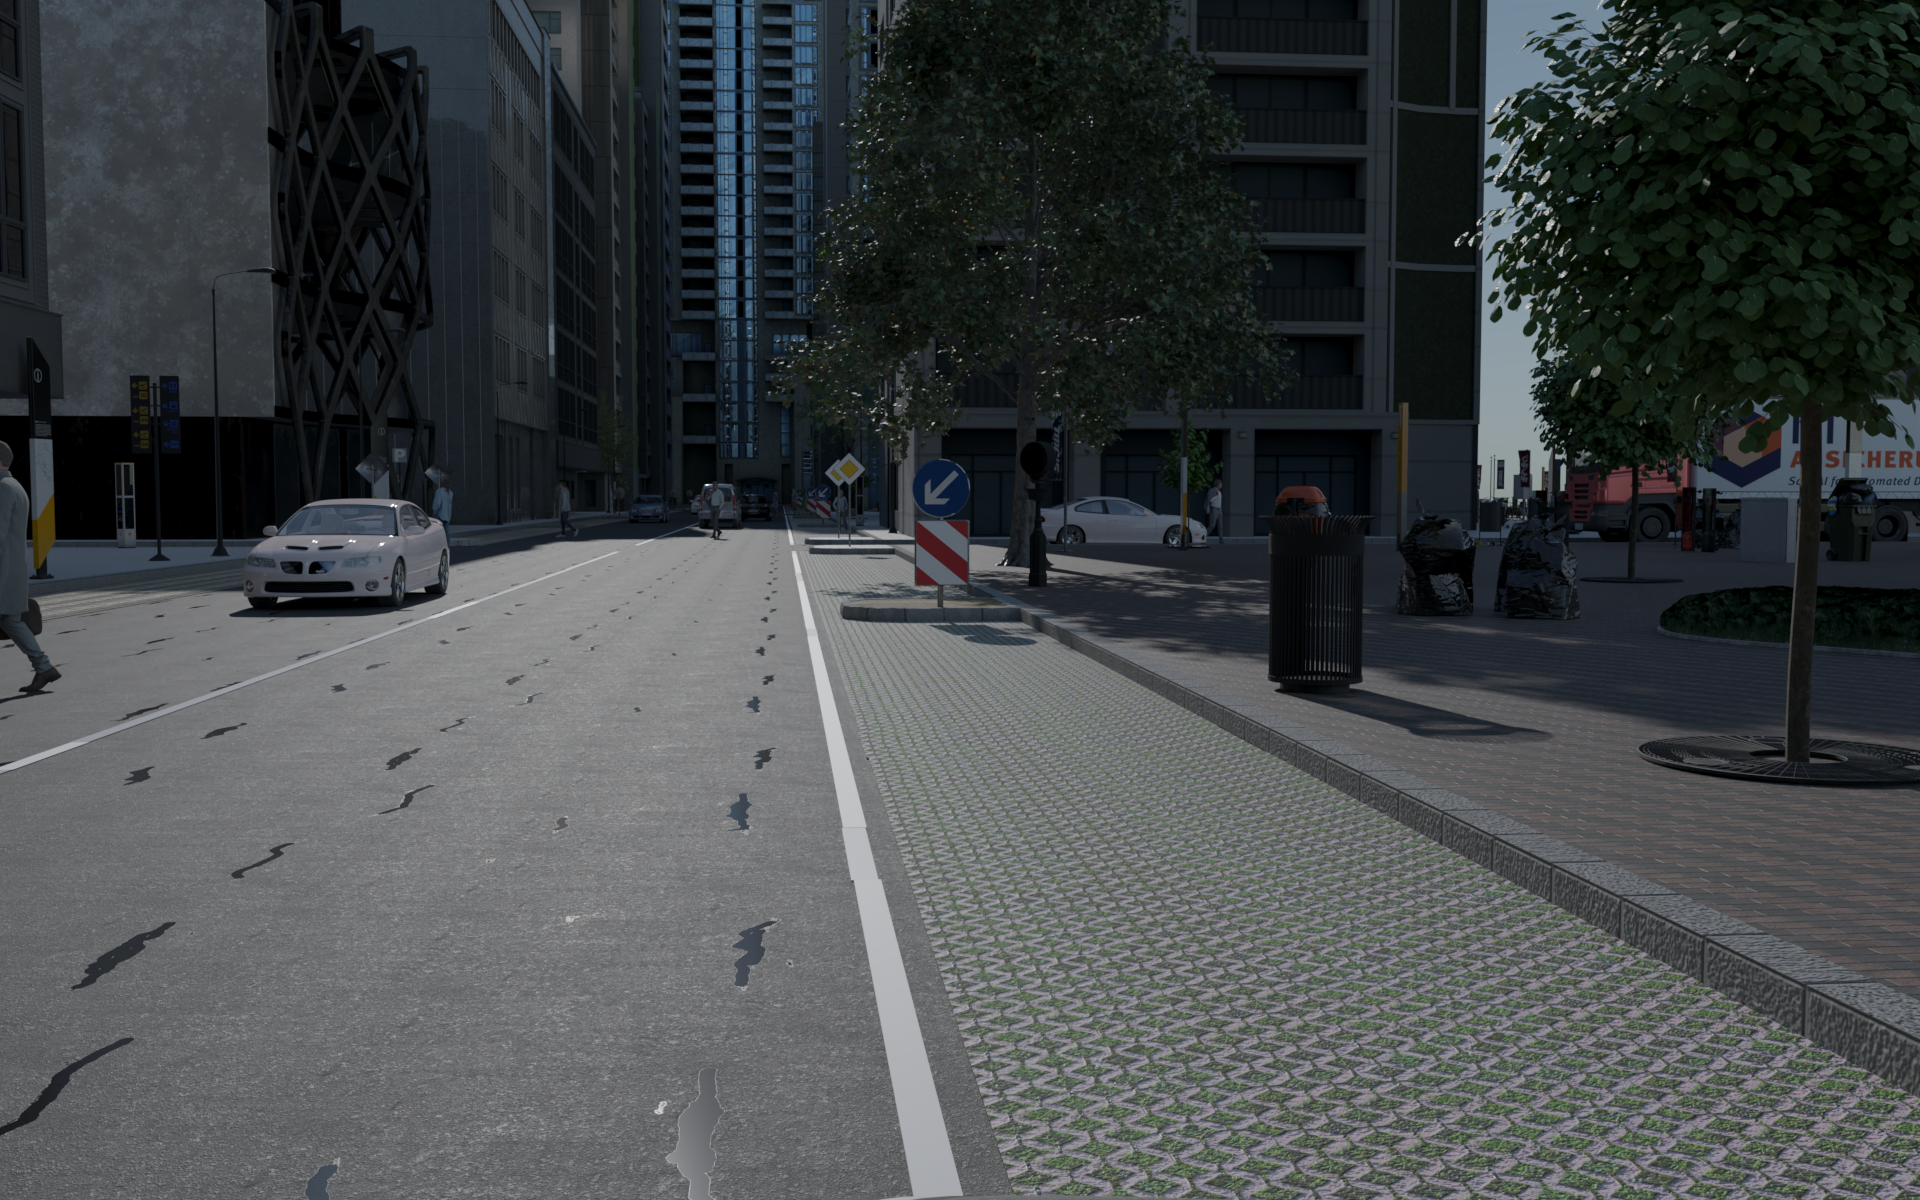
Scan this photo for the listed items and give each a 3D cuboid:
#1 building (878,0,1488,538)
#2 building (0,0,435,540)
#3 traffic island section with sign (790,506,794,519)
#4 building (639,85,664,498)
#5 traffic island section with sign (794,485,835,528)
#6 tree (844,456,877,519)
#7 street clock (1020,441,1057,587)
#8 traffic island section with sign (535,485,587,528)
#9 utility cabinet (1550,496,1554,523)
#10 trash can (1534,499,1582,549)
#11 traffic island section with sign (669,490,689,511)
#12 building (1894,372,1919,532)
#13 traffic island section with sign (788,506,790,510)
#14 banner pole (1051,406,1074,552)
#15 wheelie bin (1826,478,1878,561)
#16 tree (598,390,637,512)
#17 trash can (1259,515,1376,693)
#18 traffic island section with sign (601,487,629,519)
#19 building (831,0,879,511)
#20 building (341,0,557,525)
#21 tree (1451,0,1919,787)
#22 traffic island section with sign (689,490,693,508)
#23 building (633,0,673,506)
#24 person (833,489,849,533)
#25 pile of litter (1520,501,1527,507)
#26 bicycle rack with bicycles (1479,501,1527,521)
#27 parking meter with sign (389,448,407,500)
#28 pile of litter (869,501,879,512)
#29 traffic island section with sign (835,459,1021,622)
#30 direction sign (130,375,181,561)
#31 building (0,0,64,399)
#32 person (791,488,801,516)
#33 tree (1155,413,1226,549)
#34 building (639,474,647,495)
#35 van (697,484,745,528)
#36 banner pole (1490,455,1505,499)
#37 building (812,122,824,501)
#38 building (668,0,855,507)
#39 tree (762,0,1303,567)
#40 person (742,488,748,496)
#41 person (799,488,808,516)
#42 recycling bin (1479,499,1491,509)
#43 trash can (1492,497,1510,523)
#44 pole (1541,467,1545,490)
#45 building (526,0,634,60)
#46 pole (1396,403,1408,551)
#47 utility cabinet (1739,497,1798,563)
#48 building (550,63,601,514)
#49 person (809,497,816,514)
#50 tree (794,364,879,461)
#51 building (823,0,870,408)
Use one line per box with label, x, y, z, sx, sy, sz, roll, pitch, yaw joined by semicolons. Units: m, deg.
building;7.868;-37.997;59.499;20.611;71.187;20.563;0;4;-6
building;-26.122;-11.529;55.958;16.820;18.784;16.811;0;4;-6
traffic island section with sign;-8.790;-5.674;101.389;1.989;1.847;2.006;0;4;-6
building;-36.588;-29.648;168.336;14.154;41.232;14.086;0;4;-6
traffic island section with sign;-6.018;-4.034;74.577;1.989;1.847;2.006;0;4;-6
tree;-5.379;-5.779;89.094;1.663;3.219;1.824;0;3;0
street clock;1.079;-1.185;23.949;0.471;2.002;0.358;3;4;38
traffic island section with sign;-16.949;-3.980;73.697;1.989;1.847;2.006;0;4;-6
utility cabinet;24.084;-3.544;69.114;0.306;1.237;1.020;-3;5;-40
trash can;11.908;-1.413;34.758;0.748;1.137;0.748;0;3;0
traffic island section with sign;-24.937;-8.705;150.960;1.989;1.847;2.006;0;4;-6
building;34.948;-23.036;60.235;14.086;41.232;14.154;0;4;-6
traffic island section with sign;-14.002;-8.756;151.785;1.989;1.847;2.006;0;4;-6
banner pole;2.228;-2.963;38.467;0.401;3.779;0.863;-2;4;-27
wheelie bin;17.104;-1.545;33.167;0.980;1.594;0.693;-1;4;-20
tree;-24.360;-10.426;120.822;4.737;8.622;4.395;0;3;0
trash can;2.327;0.020;11.327;0.748;1.137;0.748;0;3;0
traffic island section with sign;-19.720;-5.620;100.510;1.989;1.847;2.006;0;4;-6
building;-0.262;-50.723;141.990;22.319;86.520;31.000;0;4;-6
building;-26.149;-16.012;79.820;12.078;24.808;19.932;0;4;-6
tree;3.997;-1.489;8.058;4.285;4.588;4.351;0;3;0
traffic island section with sign;-27.761;-10.372;178.211;1.989;1.847;2.006;0;4;-6
building;-45.609;-39.397;186.140;28.212;58.520;21.231;0;4;-6
person;-4.382;-3.270;63.778;0.589;1.601;0.330;0;4;-7
pile of litter;40.154;-6.755;124.408;1.176;0.858;1.719;2;4;29
bicycle rack with bicycles;26.850;-4.314;83.914;2.852;0.926;2.925;-1;4;-14
parking meter with sign;-21.686;-4.298;66.527;0.543;3.016;1.738;-2;4;-30
pile of litter;-5.983;-6.721;123.850;1.176;0.858;1.719;1;4;14
traffic island section with sign;-0.397;-0.712;20.265;1.989;1.847;2.006;0;4;-6
direction sign;-15.381;-2.518;33.173;0.876;3.537;0.379;-1;4;-9
building;-20.186;-13.562;15.251;14.314;27.812;24.014;0;4;-6
person;-10.844;-6.412;113.462;0.853;1.813;0.709;-3;5;-41
tree;5.567;-2.852;41.224;1.663;3.219;1.824;0;3;0
building;-43.606;-27.870;147.550;32.217;40.220;23.993;0;4;-6
van;-10.230;-4.091;73.893;2.013;2.044;4.112;0;4;-5
banner pole;34.337;-7.373;110.565;0.863;3.779;0.401;1;4;13
building;-9.491;-31.217;193.986;14.154;41.232;14.086;0;4;-6
building;-29.563;-55.304;216.890;31.000;86.520;22.319;0;4;-6
tree;1.283;-6.954;30.712;9.611;12.733;9.660;0;3;0
person;-13.151;-5.920;105.481;0.721;1.800;0.419;2;4;33
person;-9.956;-6.253;110.986;0.529;1.795;0.600;-3;4;-36
recycling bin;28.335;-4.991;94.160;0.722;1.027;0.722;-3;4;-36
trash can;23.851;-3.959;76.391;0.748;1.137;0.748;0;3;0
pole;43.498;-8.281;129.240;0.158;3.312;0.155;0;3;0
building;-31.840;-27.258;129.255;14.154;41.232;14.086;0;4;-6
pole;9.905;-2.749;38.783;0.158;3.312;0.155;0;3;0
utility cabinet;15.327;-1.326;32.843;0.306;1.237;1.020;-2;4;-28
building;-29.706;-18.883;102.240;14.314;27.812;24.014;0;4;-6
person;-10.741;-7.091;125.902;0.593;1.643;0.415;-1;4;-13
tree;-7.595;-11.614;115.646;9.928;11.665;9.643;0;3;0
building;-3.098;-38.583;172.823;21.231;58.520;28.212;0;4;-6
